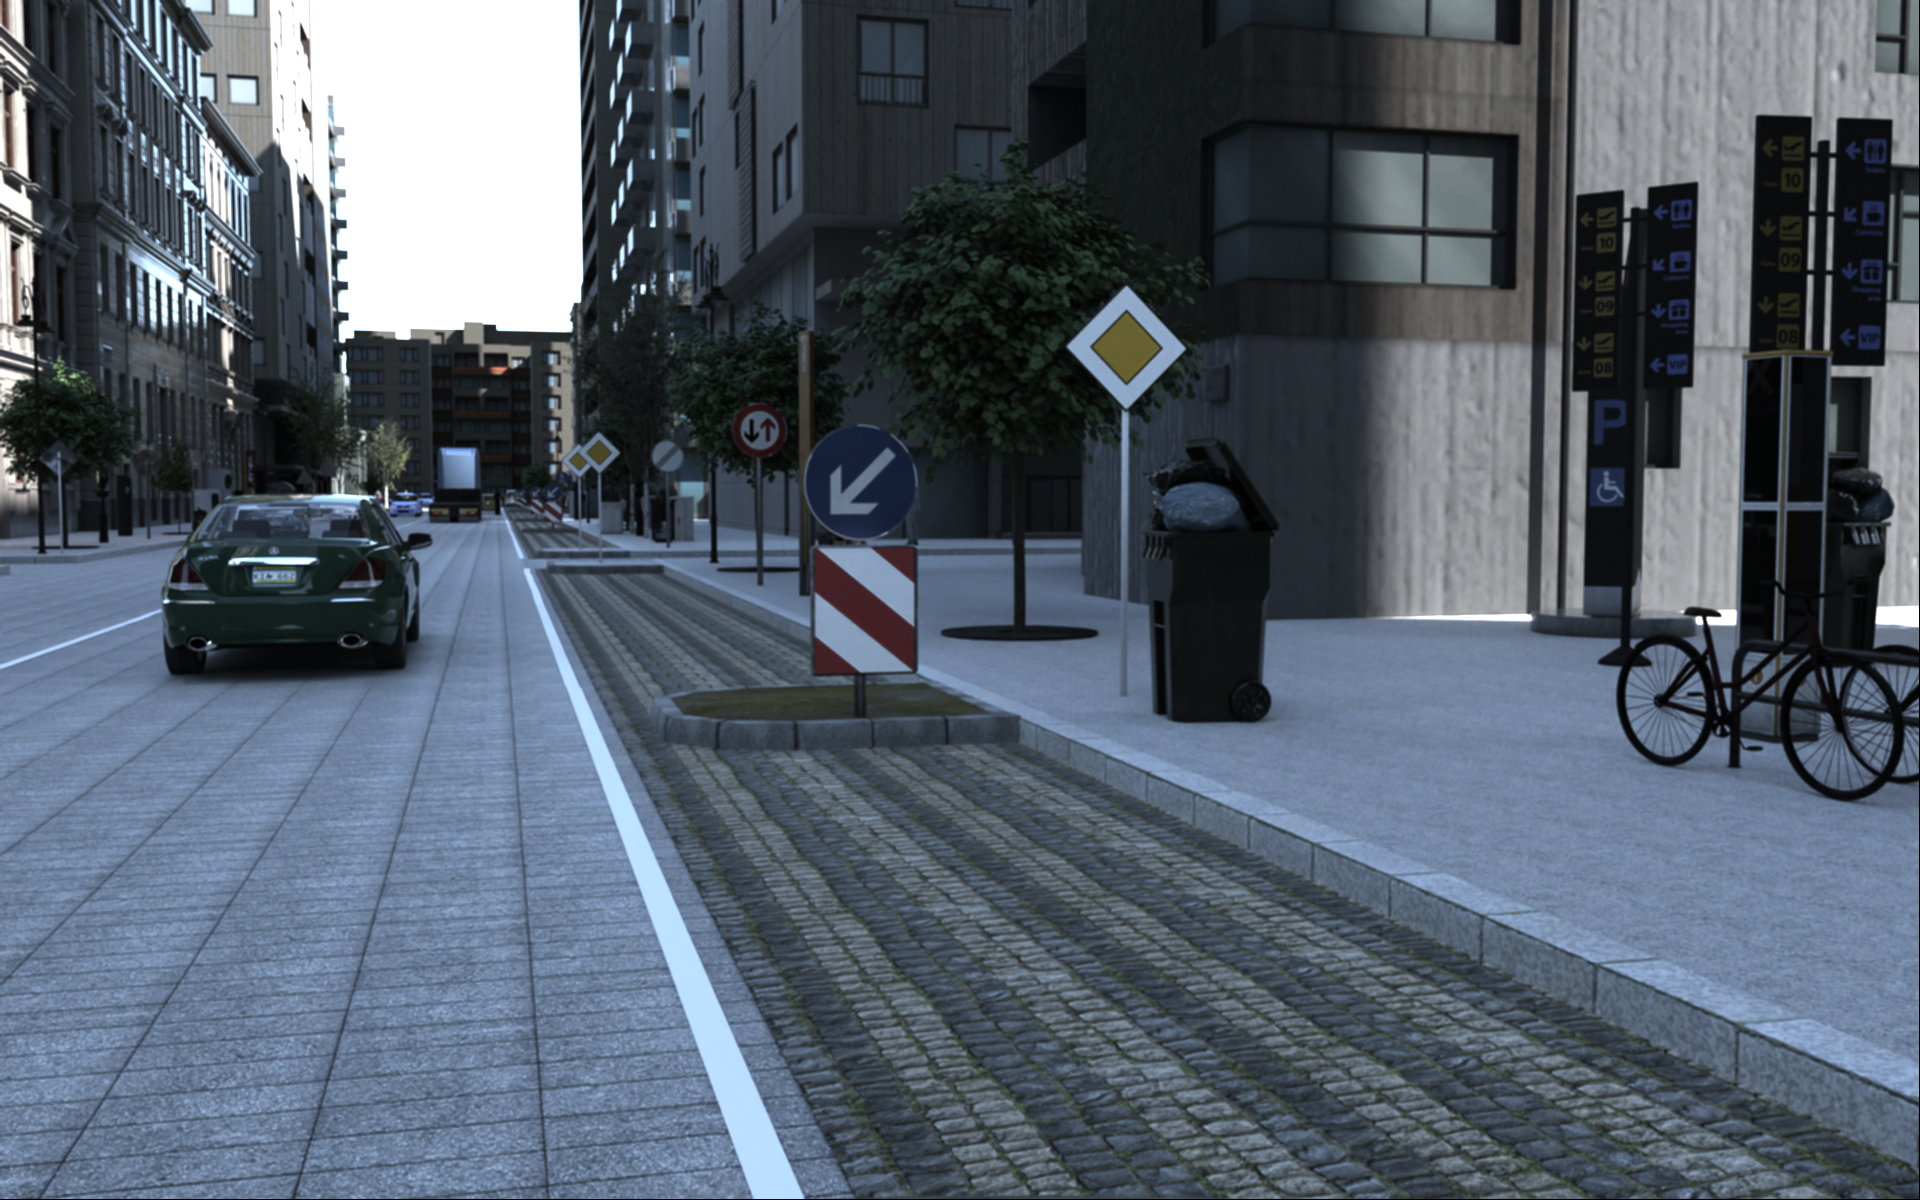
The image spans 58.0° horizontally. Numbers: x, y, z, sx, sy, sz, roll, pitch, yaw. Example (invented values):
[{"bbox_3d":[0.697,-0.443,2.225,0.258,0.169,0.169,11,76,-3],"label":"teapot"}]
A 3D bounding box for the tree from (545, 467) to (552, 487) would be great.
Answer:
[{"bbox_3d":[-11.730,-4.724,60.944,4.285,4.588,4.351,0,3,0],"label":"tree"}]

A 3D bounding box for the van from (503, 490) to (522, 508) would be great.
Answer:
[{"bbox_3d":[-47.149,-10.740,182.602,2.013,2.044,4.112,-1,4,-15],"label":"van"}]

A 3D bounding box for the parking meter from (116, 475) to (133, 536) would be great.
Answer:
[{"bbox_3d":[-25.578,-2.895,53.037,0.255,1.863,0.399,1,4,14],"label":"parking meter"}]

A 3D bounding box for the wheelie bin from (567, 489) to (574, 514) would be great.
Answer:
[{"bbox_3d":[-24.890,-6.353,111.782,0.693,1.594,0.980,2,4,35],"label":"wheelie bin"}]

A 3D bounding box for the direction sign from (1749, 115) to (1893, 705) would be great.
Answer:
[{"bbox_3d":[5.195,-1.133,10.514,0.876,3.537,0.379,-1,4,-8],"label":"direction sign"}]

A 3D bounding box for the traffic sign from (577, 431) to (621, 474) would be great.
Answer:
[{"bbox_3d":[-6.659,-1.830,32.118,0.795,2.593,0.064,-1,4,-15],"label":"traffic sign"}]

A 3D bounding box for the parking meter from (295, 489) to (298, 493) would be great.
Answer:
[{"bbox_3d":[-33.672,-4.842,87.583,0.372,1.533,0.369,0,3,0],"label":"parking meter"}]

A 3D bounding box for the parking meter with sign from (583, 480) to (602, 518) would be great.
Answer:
[{"bbox_3d":[-19.388,-5.860,92.073,1.738,3.016,0.543,-1,4,-9],"label":"parking meter with sign"}]

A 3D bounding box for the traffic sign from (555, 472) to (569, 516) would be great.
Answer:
[{"bbox_3d":[-22.835,-6.075,99.437,0.768,2.556,0.104,-1,4,-10],"label":"traffic sign"}]

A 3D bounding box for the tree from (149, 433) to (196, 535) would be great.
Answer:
[{"bbox_3d":[-24.882,-3.711,55.277,1.663,3.219,1.824,0,3,0],"label":"tree"}]

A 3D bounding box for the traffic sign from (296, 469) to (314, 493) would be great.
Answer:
[{"bbox_3d":[-33.485,-5.414,88.528,0.884,2.594,0.081,-1,4,-14],"label":"traffic sign"}]

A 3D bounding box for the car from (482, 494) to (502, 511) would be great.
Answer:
[{"bbox_3d":[-35.918,-7.438,131.830,2.015,1.641,3.980,-1,4,-15],"label":"car"}]

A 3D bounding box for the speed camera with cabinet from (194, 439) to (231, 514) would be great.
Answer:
[{"bbox_3d":[-26.639,-4.124,61.764,0.660,3.252,2.038,0,4,-2],"label":"speed camera with cabinet"}]

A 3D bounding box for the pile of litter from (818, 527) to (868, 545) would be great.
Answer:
[{"bbox_3d":[-2.904,-1.809,43.544,1.176,0.858,1.719,3,5,41],"label":"pile of litter"}]

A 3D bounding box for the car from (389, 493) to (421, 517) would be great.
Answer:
[{"bbox_3d":[-34.938,-6.087,109.117,1.945,1.707,3.694,-1,4,-14],"label":"car"}]

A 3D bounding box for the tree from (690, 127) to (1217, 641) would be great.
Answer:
[{"bbox_3d":[0.487,-1.960,15.753,4.285,4.588,4.351,0,3,0],"label":"tree"}]

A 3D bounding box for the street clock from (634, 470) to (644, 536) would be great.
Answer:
[{"bbox_3d":[-9.826,-2.968,53.102,0.358,2.002,0.471,-2,4,-32],"label":"street clock"}]

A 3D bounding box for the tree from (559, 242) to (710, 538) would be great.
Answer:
[{"bbox_3d":[-9.314,-6.088,49.893,4.360,8.622,3.978,0,3,0],"label":"tree"}]

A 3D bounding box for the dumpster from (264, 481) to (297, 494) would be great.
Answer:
[{"bbox_3d":[-31.329,-4.532,79.851,1.264,1.857,1.865,-1,4,-15],"label":"dumpster"}]

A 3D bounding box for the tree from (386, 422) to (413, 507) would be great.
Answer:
[{"bbox_3d":[-56.810,-13.572,172.257,4.737,8.622,4.395,0,3,0],"label":"tree"}]

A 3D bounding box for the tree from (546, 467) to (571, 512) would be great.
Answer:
[{"bbox_3d":[-28.296,-7.831,122.635,1.663,3.219,1.824,0,3,0],"label":"tree"}]

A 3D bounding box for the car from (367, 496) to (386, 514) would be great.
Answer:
[{"bbox_3d":[-24.046,-3.481,69.283,2.083,1.381,4.827,-1,4,-13],"label":"car"}]

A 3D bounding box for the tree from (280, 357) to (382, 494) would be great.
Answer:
[{"bbox_3d":[-35.015,-8.798,94.206,4.737,8.622,4.395,0,3,0],"label":"tree"}]

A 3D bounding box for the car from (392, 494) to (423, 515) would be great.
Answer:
[{"bbox_3d":[-37.727,-6.617,118.403,2.015,1.641,3.980,-1,4,-14],"label":"car"}]

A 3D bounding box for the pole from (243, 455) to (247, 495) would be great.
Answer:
[{"bbox_3d":[-36.958,-5.853,89.547,0.158,3.312,0.155,0,3,0],"label":"pole"}]

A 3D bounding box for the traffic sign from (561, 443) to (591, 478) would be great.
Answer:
[{"bbox_3d":[-8.725,-2.302,39.832,0.795,2.593,0.064,-1,4,-15],"label":"traffic sign"}]

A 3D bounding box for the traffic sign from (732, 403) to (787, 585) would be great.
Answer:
[{"bbox_3d":[-2.809,-1.479,24.295,0.768,2.556,0.104,-1,4,-14],"label":"traffic sign"}]

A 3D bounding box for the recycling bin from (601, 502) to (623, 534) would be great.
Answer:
[{"bbox_3d":[-11.245,-2.649,55.870,0.722,1.027,0.722,-1,4,-8],"label":"recycling bin"}]

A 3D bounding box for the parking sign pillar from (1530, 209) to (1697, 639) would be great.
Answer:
[{"bbox_3d":[6.050,-1.680,15.944,1.447,3.967,1.447,2,4,25],"label":"parking sign pillar"}]

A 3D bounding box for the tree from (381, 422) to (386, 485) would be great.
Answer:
[{"bbox_3d":[-39.167,-9.726,109.377,4.737,8.622,4.395,0,3,0],"label":"tree"}]

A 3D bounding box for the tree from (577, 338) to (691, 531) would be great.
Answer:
[{"bbox_3d":[-3.314,-2.770,29.004,4.285,4.588,4.351,0,3,0],"label":"tree"}]

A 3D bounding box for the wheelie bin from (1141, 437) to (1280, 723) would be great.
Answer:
[{"bbox_3d":[1.410,-0.123,9.921,0.693,1.594,0.980,-1,4,-9],"label":"wheelie bin"}]

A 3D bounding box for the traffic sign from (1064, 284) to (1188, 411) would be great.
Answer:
[{"bbox_3d":[1.062,-0.683,10.903,0.795,2.593,0.064,-1,4,-9],"label":"traffic sign"}]

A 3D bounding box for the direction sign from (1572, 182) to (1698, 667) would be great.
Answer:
[{"bbox_3d":[5.010,-1.281,12.942,0.876,3.537,0.379,3,5,39],"label":"direction sign"}]

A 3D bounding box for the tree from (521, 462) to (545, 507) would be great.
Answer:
[{"bbox_3d":[-43.018,-11.745,175.739,4.285,4.588,4.351,0,3,0],"label":"tree"}]

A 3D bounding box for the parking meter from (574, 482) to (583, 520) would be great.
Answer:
[{"bbox_3d":[-18.987,-4.923,86.203,0.255,1.863,0.399,3,5,42],"label":"parking meter"}]

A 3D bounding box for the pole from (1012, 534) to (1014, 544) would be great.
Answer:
[{"bbox_3d":[1.446,-3.072,44.073,0.158,3.312,0.155,0,3,0],"label":"pole"}]

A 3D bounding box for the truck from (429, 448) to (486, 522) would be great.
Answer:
[{"bbox_3d":[-27.714,-6.465,95.468,2.967,4.110,18.799,-1,4,-15],"label":"truck"}]

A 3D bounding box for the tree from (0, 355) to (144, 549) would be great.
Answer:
[{"bbox_3d":[-21.317,-3.504,41.009,4.285,4.588,4.351,0,3,0],"label":"tree"}]

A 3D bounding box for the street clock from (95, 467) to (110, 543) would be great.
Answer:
[{"bbox_3d":[-22.616,-2.515,45.695,0.358,2.002,0.471,-3,4,-38],"label":"street clock"}]

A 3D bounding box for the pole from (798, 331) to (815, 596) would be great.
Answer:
[{"bbox_3d":[-1.926,-1.709,21.779,0.158,3.312,0.155,0,3,0],"label":"pole"}]

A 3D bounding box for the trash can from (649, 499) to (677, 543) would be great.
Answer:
[{"bbox_3d":[-7.883,-2.100,45.995,0.748,1.137,0.748,0,3,0],"label":"trash can"}]

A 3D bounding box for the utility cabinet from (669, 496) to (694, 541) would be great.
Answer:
[{"bbox_3d":[-7.686,-2.221,47.481,0.306,1.237,1.020,-3,5,-40],"label":"utility cabinet"}]

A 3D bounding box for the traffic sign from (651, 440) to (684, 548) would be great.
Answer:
[{"bbox_3d":[-6.945,-2.511,41.164,0.768,2.556,0.104,-1,4,-12],"label":"traffic sign"}]

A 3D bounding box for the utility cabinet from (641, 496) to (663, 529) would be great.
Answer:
[{"bbox_3d":[-11.558,-3.279,64.766,0.306,1.237,1.020,2,4,32],"label":"utility cabinet"}]

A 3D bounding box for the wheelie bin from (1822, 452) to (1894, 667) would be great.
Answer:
[{"bbox_3d":[6.568,-0.315,13.062,0.980,1.594,0.693,-2,4,-30],"label":"wheelie bin"}]

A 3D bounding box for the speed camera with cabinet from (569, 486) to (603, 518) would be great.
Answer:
[{"bbox_3d":[-19.989,-6.049,93.229,2.038,3.252,0.660,-2,4,-29],"label":"speed camera with cabinet"}]

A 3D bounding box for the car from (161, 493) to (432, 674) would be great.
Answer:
[{"bbox_3d":[-5.808,-0.218,15.366,2.131,1.459,4.920,-1,4,-15],"label":"car"}]

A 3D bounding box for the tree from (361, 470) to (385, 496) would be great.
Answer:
[{"bbox_3d":[-49.100,-9.148,144.173,1.663,3.219,1.824,0,3,0],"label":"tree"}]

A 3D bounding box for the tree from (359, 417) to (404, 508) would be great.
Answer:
[{"bbox_3d":[-53.896,-12.949,162.085,4.360,8.622,3.978,0,3,0],"label":"tree"}]

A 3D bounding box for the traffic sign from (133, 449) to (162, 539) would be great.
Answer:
[{"bbox_3d":[-23.164,-3.014,49.383,0.768,2.556,0.104,-1,4,-12],"label":"traffic sign"}]

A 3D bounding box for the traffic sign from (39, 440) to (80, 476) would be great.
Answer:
[{"bbox_3d":[-19.255,-2.132,37.043,0.795,2.593,0.064,-1,4,-15],"label":"traffic sign"}]

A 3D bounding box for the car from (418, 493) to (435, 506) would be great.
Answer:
[{"bbox_3d":[-55.373,-10.382,179.338,1.945,1.707,3.694,-1,4,-16],"label":"car"}]
